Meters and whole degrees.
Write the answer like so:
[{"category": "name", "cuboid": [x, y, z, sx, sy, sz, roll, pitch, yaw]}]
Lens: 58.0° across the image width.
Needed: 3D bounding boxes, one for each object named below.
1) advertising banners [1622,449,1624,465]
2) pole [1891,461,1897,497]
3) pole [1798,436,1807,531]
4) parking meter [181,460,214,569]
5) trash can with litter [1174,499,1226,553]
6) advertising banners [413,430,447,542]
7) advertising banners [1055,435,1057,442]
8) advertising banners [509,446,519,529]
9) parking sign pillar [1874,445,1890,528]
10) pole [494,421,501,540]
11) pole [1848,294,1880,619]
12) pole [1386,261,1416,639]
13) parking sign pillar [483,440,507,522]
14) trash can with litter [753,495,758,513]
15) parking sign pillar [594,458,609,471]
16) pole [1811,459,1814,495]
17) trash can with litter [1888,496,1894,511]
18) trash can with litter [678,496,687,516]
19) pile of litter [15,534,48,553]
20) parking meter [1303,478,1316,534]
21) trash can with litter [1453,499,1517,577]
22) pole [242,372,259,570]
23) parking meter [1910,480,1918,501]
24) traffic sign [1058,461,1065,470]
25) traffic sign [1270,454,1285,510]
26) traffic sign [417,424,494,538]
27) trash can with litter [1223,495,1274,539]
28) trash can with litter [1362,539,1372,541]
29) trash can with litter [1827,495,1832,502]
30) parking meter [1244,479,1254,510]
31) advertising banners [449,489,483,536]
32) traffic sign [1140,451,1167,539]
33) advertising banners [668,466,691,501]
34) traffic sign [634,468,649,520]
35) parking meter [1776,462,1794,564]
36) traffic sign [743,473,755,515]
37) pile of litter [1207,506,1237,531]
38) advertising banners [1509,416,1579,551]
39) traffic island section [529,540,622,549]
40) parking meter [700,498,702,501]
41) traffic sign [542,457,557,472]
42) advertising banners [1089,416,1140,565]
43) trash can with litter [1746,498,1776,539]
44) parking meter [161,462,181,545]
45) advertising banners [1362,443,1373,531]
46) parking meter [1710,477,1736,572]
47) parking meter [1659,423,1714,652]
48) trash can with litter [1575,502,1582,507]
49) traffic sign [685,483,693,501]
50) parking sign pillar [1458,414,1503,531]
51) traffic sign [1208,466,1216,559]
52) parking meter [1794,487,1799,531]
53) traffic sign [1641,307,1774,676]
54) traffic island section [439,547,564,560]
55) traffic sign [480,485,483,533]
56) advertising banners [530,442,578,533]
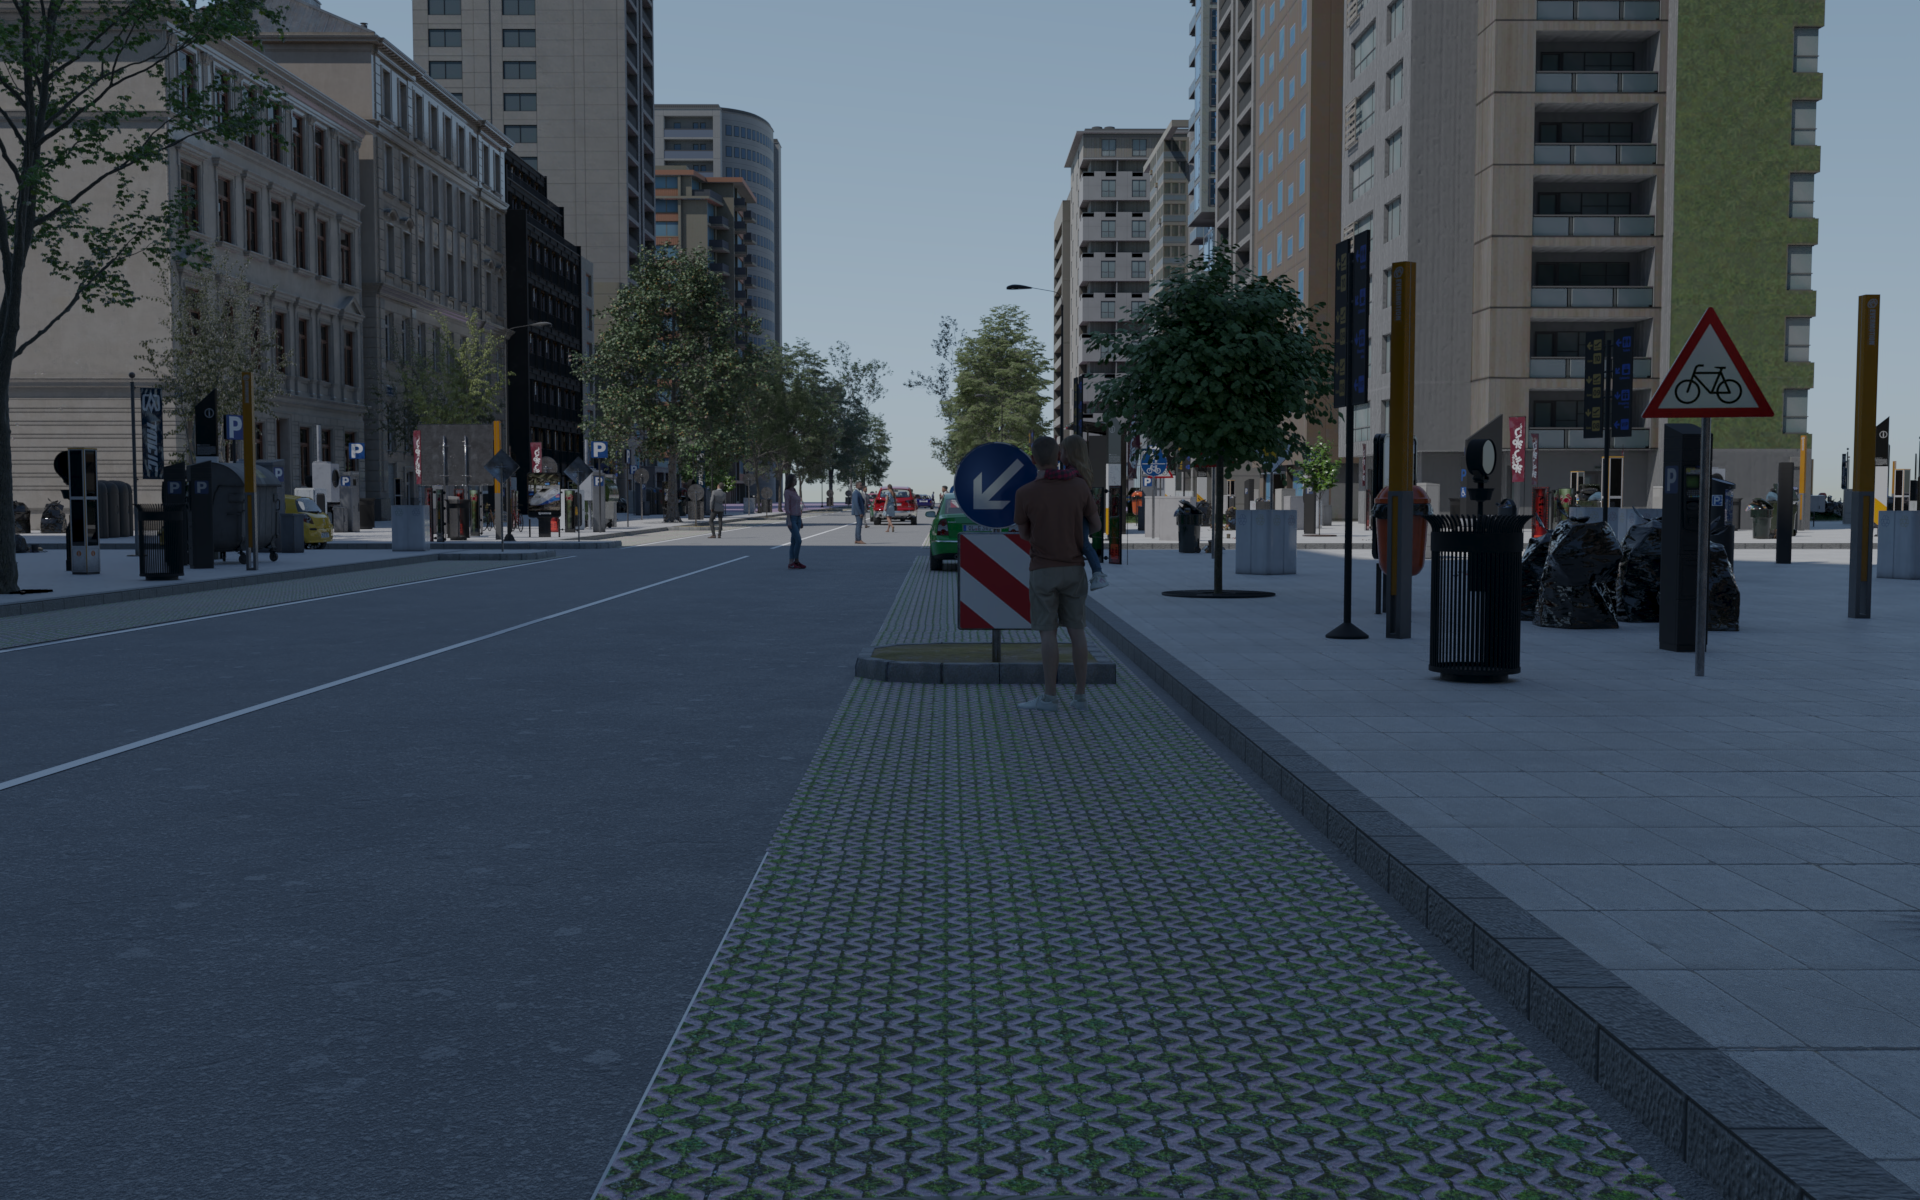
[{"category": "advertising banners", "cuboid": [23.074, -3.926, 60.377, 0.090, 3.025, 2.074, 1, 4, 22]}, {"category": "pole", "cuboid": [57.552, -6.906, 106.748, 0.158, 3.312, 0.155, 0, 3, 0]}, {"category": "pole", "cuboid": [29.428, -4.076, 60.485, 0.158, 3.312, 0.155, 0, 3, 0]}, {"category": "parking meter", "cuboid": [-13.084, -1.473, 29.788, 0.399, 1.863, 0.255, -3, 4, -39]}, {"category": "trash can with litter", "cuboid": [5.218, -1.611, 37.728, 1.055, 1.170, 0.624, 0, 4, -7]}, {"category": "advertising banners", "cuboid": [-14.309, -3.088, 46.678, 0.090, 3.025, 2.074, -3, 4, -38]}, {"category": "advertising banners", "cuboid": [2.724, -3.334, 50.691, 0.090, 3.025, 2.074, 1, 4, 10]}, {"category": "advertising banners", "cuboid": [-16.421, -4.126, 63.650, 0.090, 3.025, 2.074, 0, 4, -5]}, {"category": "parking sign pillar", "cuboid": [34.629, -4.712, 65.516, 1.447, 3.967, 1.447, 0, 4, 2]}, {"category": "pole", "cuboid": [-12.926, -3.342, 48.485, 0.158, 3.312, 0.155, 0, 3, 0]}, {"category": "pole", "cuboid": [9.302, -1.466, 17.817, 0.158, 3.312, 0.155, 0, 3, 0]}, {"category": "pole", "cuboid": [3.904, -1.314, 15.321, 0.158, 3.312, 0.155, 0, 3, 0]}, {"category": "parking sign pillar", "cuboid": [-21.078, -5.542, 79.090, 1.447, 3.967, 1.447, 1, 4, 11]}, {"category": "trash can with litter", "cuboid": [-14.184, -6.587, 118.761, 1.678, 1.210, 2.233, 0, 4, -4]}, {"category": "parking sign pillar", "cuboid": [-22.420, -7.366, 108.902, 1.447, 3.967, 1.447, 2, 4, 28]}, {"category": "pole", "cuboid": [49.440, -6.529, 100.595, 0.158, 3.312, 0.155, 0, 3, 0]}, {"category": "trash can with litter", "cuboid": [58.179, -5.904, 107.914, 0.624, 1.170, 1.055, -1, 4, -15]}, {"category": "trash can with litter", "cuboid": [-16.203, -5.423, 100.057, 0.624, 1.170, 1.055, -2, 4, -31]}, {"category": "pile of litter", "cuboid": [-20.938, -1.462, 37.875, 1.719, 0.858, 1.176, 0, 4, 8]}, {"category": "parking meter", "cuboid": [11.204, -3.046, 55.513, 0.399, 1.863, 0.255, 1, 4, 22]}, {"category": "trash can with litter", "cuboid": [8.463, -0.973, 26.959, 1.678, 1.210, 2.233, 0, 4, -5]}, {"category": "pole", "cuboid": [-11.908, -2.153, 29.047, 0.158, 3.312, 0.155, 0, 3, 0]}, {"category": "parking meter", "cuboid": [39.582, -4.041, 71.782, 0.399, 1.863, 0.255, -2, 4, -30]}, {"category": "traffic sign", "cuboid": [3.830, -3.997, 65.458, 0.768, 2.556, 0.104, 0, 4, 1]}, {"category": "traffic sign", "cuboid": [5.259, -1.717, 29.251, 0.795, 2.450, 0.064, 0, 4, 4]}, {"category": "traffic sign", "cuboid": [-14.657, -3.451, 50.302, 2.265, 3.308, 0.079, 0, 4, 6]}, {"category": "trash can with litter", "cuboid": [8.381, -2.366, 49.736, 2.233, 1.210, 1.678, 1, 4, 19]}, {"category": "trash can with litter", "cuboid": [12.319, -2.231, 47.534, 1.678, 1.210, 2.233, -3, 5, -42]}, {"category": "trash can with litter", "cuboid": [55.252, -6.027, 109.603, 1.678, 1.210, 2.233, 3, 5, 43]}, {"category": "parking meter", "cuboid": [11.134, -3.731, 66.719, 0.255, 1.863, 0.399, -1, 4, -18]}, {"category": "advertising banners", "cuboid": [-15.383, -3.489, 53.238, 2.074, 3.025, 0.090, 3, 4, 37]}, {"category": "traffic sign", "cuboid": [5.568, -3.042, 49.836, 0.768, 2.556, 0.104, 0, 4, 6]}, {"category": "advertising banners", "cuboid": [-16.258, -6.449, 101.623, 2.074, 3.025, 0.090, -3, 5, -42]}, {"category": "traffic sign", "cuboid": [-15.607, -5.184, 84.859, 0.768, 2.556, 0.104, 0, 4, 8]}, {"category": "parking meter", "cuboid": [15.218, -1.605, 31.953, 0.255, 1.863, 0.399, 2, 4, 24]}, {"category": "traffic sign", "cuboid": [-12.733, -6.381, 104.436, 0.768, 2.556, 0.104, 0, 4, 3]}, {"category": "pile of litter", "cuboid": [9.355, -2.891, 61.236, 1.719, 0.858, 1.176, -3, 4, -36]}, {"category": "advertising banners", "cuboid": [12.873, -2.576, 38.308, 0.090, 3.025, 2.074, -2, 4, -27]}, {"category": "traffic island section", "cuboid": [-10.258, -1.484, 46.540, 2.009, 0.180, 2.903, 0, 4, 0]}, {"category": "parking meter", "cuboid": [-15.796, -6.006, 106.607, 0.372, 1.533, 0.369, 0, 3, 0]}, {"category": "traffic sign", "cuboid": [-14.126, -3.610, 59.133, 0.768, 2.556, 0.104, 0, 4, 2]}, {"category": "advertising banners", "cuboid": [2.834, -2.168, 31.643, 0.090, 3.025, 2.074, -1, 4, -21]}, {"category": "trash can with litter", "cuboid": [23.035, -2.329, 49.467, 1.055, 1.170, 0.624, -1, 4, -22]}, {"category": "parking meter", "cuboid": [-14.068, -1.547, 31.005, 0.399, 1.863, 0.255, -2, 4, -25]}, {"category": "advertising banners", "cuboid": [14.323, -3.950, 60.762, 0.090, 3.025, 2.074, 2, 4, 26]}, {"category": "parking meter", "cuboid": [11.329, -1.062, 25.781, 0.372, 1.533, 0.369, 0, 3, 0]}, {"category": "parking meter", "cuboid": [5.928, -0.516, 14.143, 0.255, 1.863, 0.399, 0, 4, -4]}, {"category": "trash can with litter", "cuboid": [17.373, -2.267, 48.455, 1.055, 1.170, 0.624, 0, 4, 3]}, {"category": "traffic sign", "cuboid": [-14.733, -5.827, 95.278, 0.884, 2.594, 0.081, 0, 4, 7]}, {"category": "parking sign pillar", "cuboid": [17.552, -4.272, 58.326, 1.447, 3.967, 1.447, -1, 4, -12]}, {"category": "traffic sign", "cuboid": [5.024, -2.099, 34.315, 0.884, 2.594, 0.081, 0, 4, 5]}, {"category": "parking meter", "cuboid": [27.610, -3.002, 57.487, 0.372, 1.533, 0.369, 0, 3, 0]}, {"category": "traffic sign", "cuboid": [5.216, -0.742, 12.140, 0.884, 2.594, 0.081, 0, 4, 7]}, {"category": "traffic island section", "cuboid": [-10.204, -0.995, 38.556, 2.009, 0.180, 2.903, 0, 4, 0]}, {"category": "traffic sign", "cuboid": [-15.330, -3.385, 55.449, 0.768, 2.556, 0.104, 0, 4, 5]}, {"category": "advertising banners", "cuboid": [-13.580, -3.773, 57.874, 2.074, 3.025, 0.090, 2, 4, 31]}]
